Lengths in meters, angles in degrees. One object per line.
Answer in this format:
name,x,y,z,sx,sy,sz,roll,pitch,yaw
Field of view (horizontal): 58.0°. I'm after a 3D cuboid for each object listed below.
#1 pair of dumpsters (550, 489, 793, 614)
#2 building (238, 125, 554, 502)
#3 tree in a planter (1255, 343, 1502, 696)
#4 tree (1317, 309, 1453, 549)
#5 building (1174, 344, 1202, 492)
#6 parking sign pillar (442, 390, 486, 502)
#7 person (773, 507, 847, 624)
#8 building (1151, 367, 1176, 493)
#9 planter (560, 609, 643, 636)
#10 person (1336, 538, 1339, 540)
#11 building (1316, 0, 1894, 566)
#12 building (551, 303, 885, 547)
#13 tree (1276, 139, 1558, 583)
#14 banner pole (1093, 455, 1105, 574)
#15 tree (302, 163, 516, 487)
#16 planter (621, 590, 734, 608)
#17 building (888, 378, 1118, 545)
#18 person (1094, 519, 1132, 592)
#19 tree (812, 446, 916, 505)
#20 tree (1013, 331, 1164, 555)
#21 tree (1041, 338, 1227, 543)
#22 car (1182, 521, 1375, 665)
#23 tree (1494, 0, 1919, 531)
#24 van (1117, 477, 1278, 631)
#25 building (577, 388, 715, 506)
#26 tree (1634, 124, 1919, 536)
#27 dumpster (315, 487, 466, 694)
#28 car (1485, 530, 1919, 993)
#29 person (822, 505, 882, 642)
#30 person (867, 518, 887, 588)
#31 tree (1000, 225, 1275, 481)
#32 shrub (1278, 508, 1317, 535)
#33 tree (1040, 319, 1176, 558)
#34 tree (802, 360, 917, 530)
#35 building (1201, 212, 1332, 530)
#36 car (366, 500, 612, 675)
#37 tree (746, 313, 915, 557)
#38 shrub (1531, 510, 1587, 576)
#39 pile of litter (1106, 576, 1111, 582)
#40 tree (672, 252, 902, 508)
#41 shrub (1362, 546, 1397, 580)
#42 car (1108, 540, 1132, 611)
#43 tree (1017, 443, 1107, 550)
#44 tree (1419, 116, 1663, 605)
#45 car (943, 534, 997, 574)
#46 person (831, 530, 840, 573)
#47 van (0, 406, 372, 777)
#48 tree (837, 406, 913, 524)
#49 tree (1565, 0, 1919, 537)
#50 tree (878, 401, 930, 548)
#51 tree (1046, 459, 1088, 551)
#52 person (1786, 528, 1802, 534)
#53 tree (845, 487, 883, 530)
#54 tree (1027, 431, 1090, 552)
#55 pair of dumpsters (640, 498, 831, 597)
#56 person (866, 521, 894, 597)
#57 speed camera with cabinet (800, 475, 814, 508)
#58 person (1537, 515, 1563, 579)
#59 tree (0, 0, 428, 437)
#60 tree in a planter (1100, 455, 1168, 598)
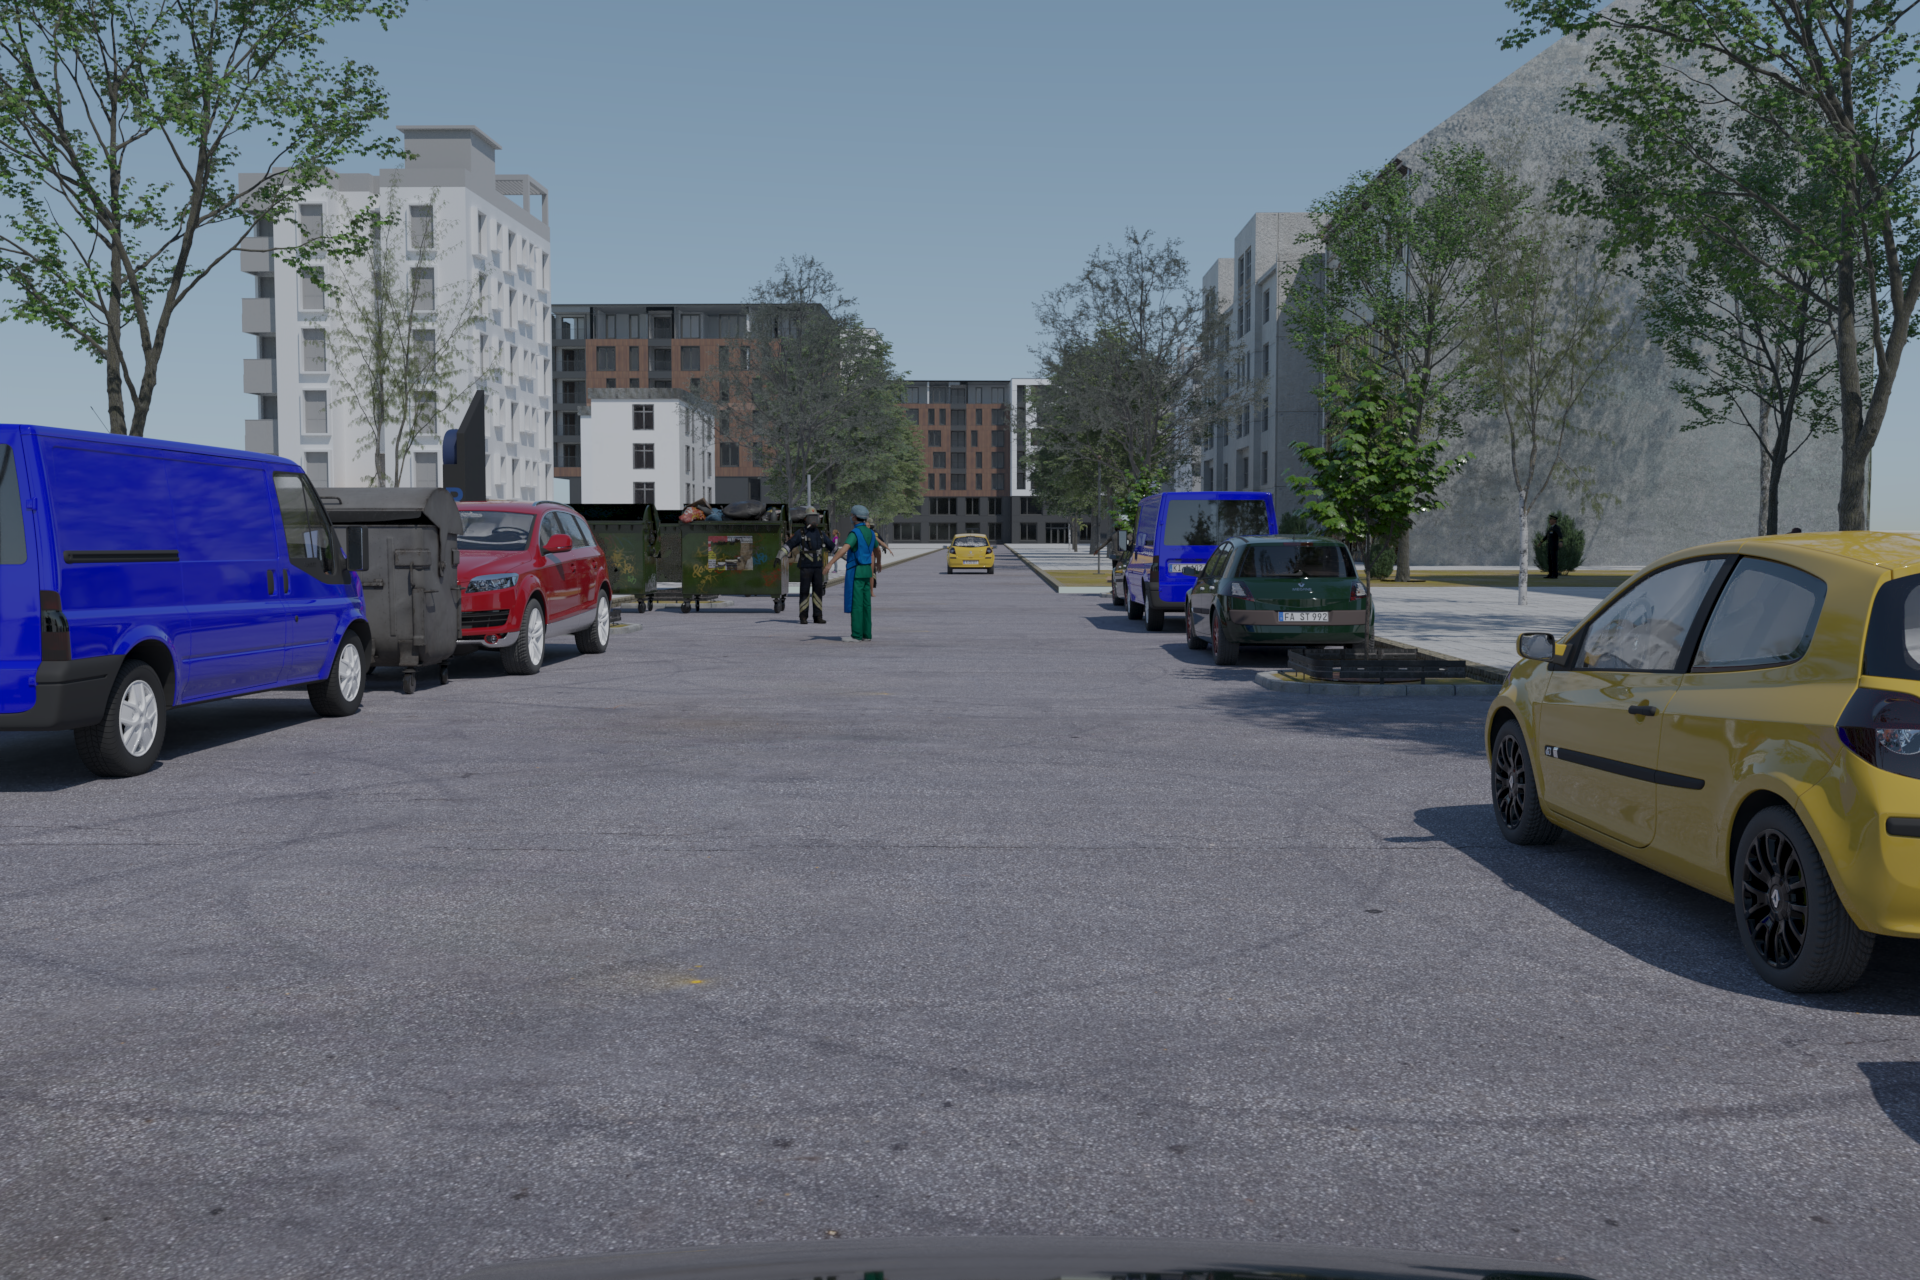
pair of dumpsters,-5.320,-1.631,31.624,4.436,2.255,1.574,0,4,1
building,-27.345,-13.777,81.682,16.016,20.090,11.380,0,4,0
tree in a planter,3.843,-1.164,16.260,1.991,3.239,1.994,0,3,0
tree,13.772,-6.537,57.243,4.737,8.622,4.395,0,3,0
building,26.447,-19.276,171.585,16.016,20.090,11.380,0,4,1
parking sign pillar,-9.094,-2.651,31.813,1.447,3.967,1.447,0,4,1
person,-2.366,-1.184,27.602,1.354,1.856,0.705,-2,4,-27
building,25.611,-20.531,192.100,16.016,20.090,11.380,0,4,1
planter,-5.754,-0.263,25.434,1.991,0.319,1.994,0,4,2
person,15.806,-4.238,75.141,1.347,1.847,0.705,2,4,27
building,27.372,-15.109,77.966,19.493,23.208,18.063,0,4,2
building,-22.397,-19.938,169.958,27.936,21.610,32.646,0,4,1
tree,12.007,-7.354,45.991,9.928,11.665,9.643,0,3,0
banner pole,4.421,-3.964,54.834,0.401,3.779,0.863,0,4,1
tree,-11.745,-5.178,35.030,4.360,8.622,3.978,0,3,0
planter,-5.553,-0.813,34.436,1.991,0.319,1.994,0,4,1
building,4.116,-24.007,238.937,32.646,21.610,27.936,0,4,-2
person,3.812,-2.024,41.678,1.348,1.813,0.705,3,5,41
tree,-7.169,-11.338,119.785,8.767,10.594,7.601,0,4,-2
tree,8.246,-12.268,107.236,9.857,13.997,8.962,0,3,0
tree,8.020,-8.964,80.967,8.767,10.594,7.601,-1,4,-11
car,3.664,-0.643,20.298,2.009,1.686,4.222,0,4,1
tree,10.071,-5.700,18.956,9.928,11.665,9.643,0,3,0
van,3.710,-1.396,27.208,2.240,2.365,5.245,0,4,1
building,-20.487,-10.493,113.706,9.099,9.664,28.070,0,4,0
tree,21.017,-7.247,44.240,9.928,11.665,9.643,0,3,0
dumpster,-5.624,-0.472,15.940,1.865,1.857,1.264,0,4,2
car,3.387,0.207,6.841,2.015,1.641,3.980,0,4,0
person,-1.365,-0.885,23.050,0.704,1.817,1.347,2,4,29
person,-2.413,-2.304,45.911,1.354,1.856,0.705,-3,5,-45
tree,7.180,-9.661,68.320,12.009,13.543,11.850,0,3,0
shrub,10.130,-2.979,52.744,1.661,2.075,1.752,0,3,0
tree,7.795,-10.605,91.522,7.486,12.596,7.792,0,3,0
tree,-6.491,-11.734,109.979,7.486,12.596,7.792,0,3,0
building,24.757,-14.518,103.819,16.747,18.905,31.486,0,4,1
car,-5.299,-0.651,19.310,2.281,1.827,5.304,0,4,1
tree,-7.270,-11.752,98.797,9.857,13.997,8.962,0,3,0
shrub,18.547,-3.038,53.706,1.661,2.075,1.752,0,3,0
pile of litter,4.435,-1.941,45.700,1.176,0.858,1.719,0,4,0
tree,-7.196,-10.060,74.857,12.009,13.543,11.850,0,3,0
shrub,11.763,-2.291,48.578,1.383,1.207,1.383,0,3,0
car,3.920,-1.450,33.498,2.009,1.686,4.222,0,3,0
tree,9.125,-12.633,140.964,8.767,10.594,7.601,-2,4,-31
tree,10.222,-4.949,31.279,4.360,8.622,3.978,0,3,0
car,0.371,-3.229,63.021,2.015,1.641,3.980,0,4,0
person,-4.196,-2.939,57.320,0.599,1.433,0.991,0,4,-8
van,-5.745,-0.458,11.880,2.240,2.365,5.245,0,4,1
tree,-7.278,-13.319,135.889,7.486,12.596,7.792,0,3,0
tree,27.613,-12.469,59.754,12.611,20.169,13.585,0,3,0
tree,-6.010,-13.985,146.783,7.486,12.596,7.792,0,3,0
tree,8.308,-11.128,132.307,4.737,8.622,4.395,0,3,0
person,18.472,-1.808,38.837,0.697,1.427,0.421,2,4,32
tree,-6.203,-10.886,128.343,4.360,8.622,3.978,0,3,0
tree,8.022,-11.562,123.447,7.601,10.594,8.767,-3,5,-42
pair of dumpsters,-5.191,-2.124,39.671,4.436,2.255,1.574,0,4,1
person,-2.120,-1.853,39.560,1.217,1.733,0.721,-1,4,-11
speed camera with cabinet,-5.198,-3.931,58.608,0.660,3.252,2.038,0,4,3
person,17.021,-2.683,49.798,0.705,1.837,1.347,-1,4,-9
tree,-11.499,-6.003,23.905,9.928,11.665,9.643,0,3,0
tree in a planter,4.192,-2.576,39.347,1.991,3.239,1.994,0,4,1
